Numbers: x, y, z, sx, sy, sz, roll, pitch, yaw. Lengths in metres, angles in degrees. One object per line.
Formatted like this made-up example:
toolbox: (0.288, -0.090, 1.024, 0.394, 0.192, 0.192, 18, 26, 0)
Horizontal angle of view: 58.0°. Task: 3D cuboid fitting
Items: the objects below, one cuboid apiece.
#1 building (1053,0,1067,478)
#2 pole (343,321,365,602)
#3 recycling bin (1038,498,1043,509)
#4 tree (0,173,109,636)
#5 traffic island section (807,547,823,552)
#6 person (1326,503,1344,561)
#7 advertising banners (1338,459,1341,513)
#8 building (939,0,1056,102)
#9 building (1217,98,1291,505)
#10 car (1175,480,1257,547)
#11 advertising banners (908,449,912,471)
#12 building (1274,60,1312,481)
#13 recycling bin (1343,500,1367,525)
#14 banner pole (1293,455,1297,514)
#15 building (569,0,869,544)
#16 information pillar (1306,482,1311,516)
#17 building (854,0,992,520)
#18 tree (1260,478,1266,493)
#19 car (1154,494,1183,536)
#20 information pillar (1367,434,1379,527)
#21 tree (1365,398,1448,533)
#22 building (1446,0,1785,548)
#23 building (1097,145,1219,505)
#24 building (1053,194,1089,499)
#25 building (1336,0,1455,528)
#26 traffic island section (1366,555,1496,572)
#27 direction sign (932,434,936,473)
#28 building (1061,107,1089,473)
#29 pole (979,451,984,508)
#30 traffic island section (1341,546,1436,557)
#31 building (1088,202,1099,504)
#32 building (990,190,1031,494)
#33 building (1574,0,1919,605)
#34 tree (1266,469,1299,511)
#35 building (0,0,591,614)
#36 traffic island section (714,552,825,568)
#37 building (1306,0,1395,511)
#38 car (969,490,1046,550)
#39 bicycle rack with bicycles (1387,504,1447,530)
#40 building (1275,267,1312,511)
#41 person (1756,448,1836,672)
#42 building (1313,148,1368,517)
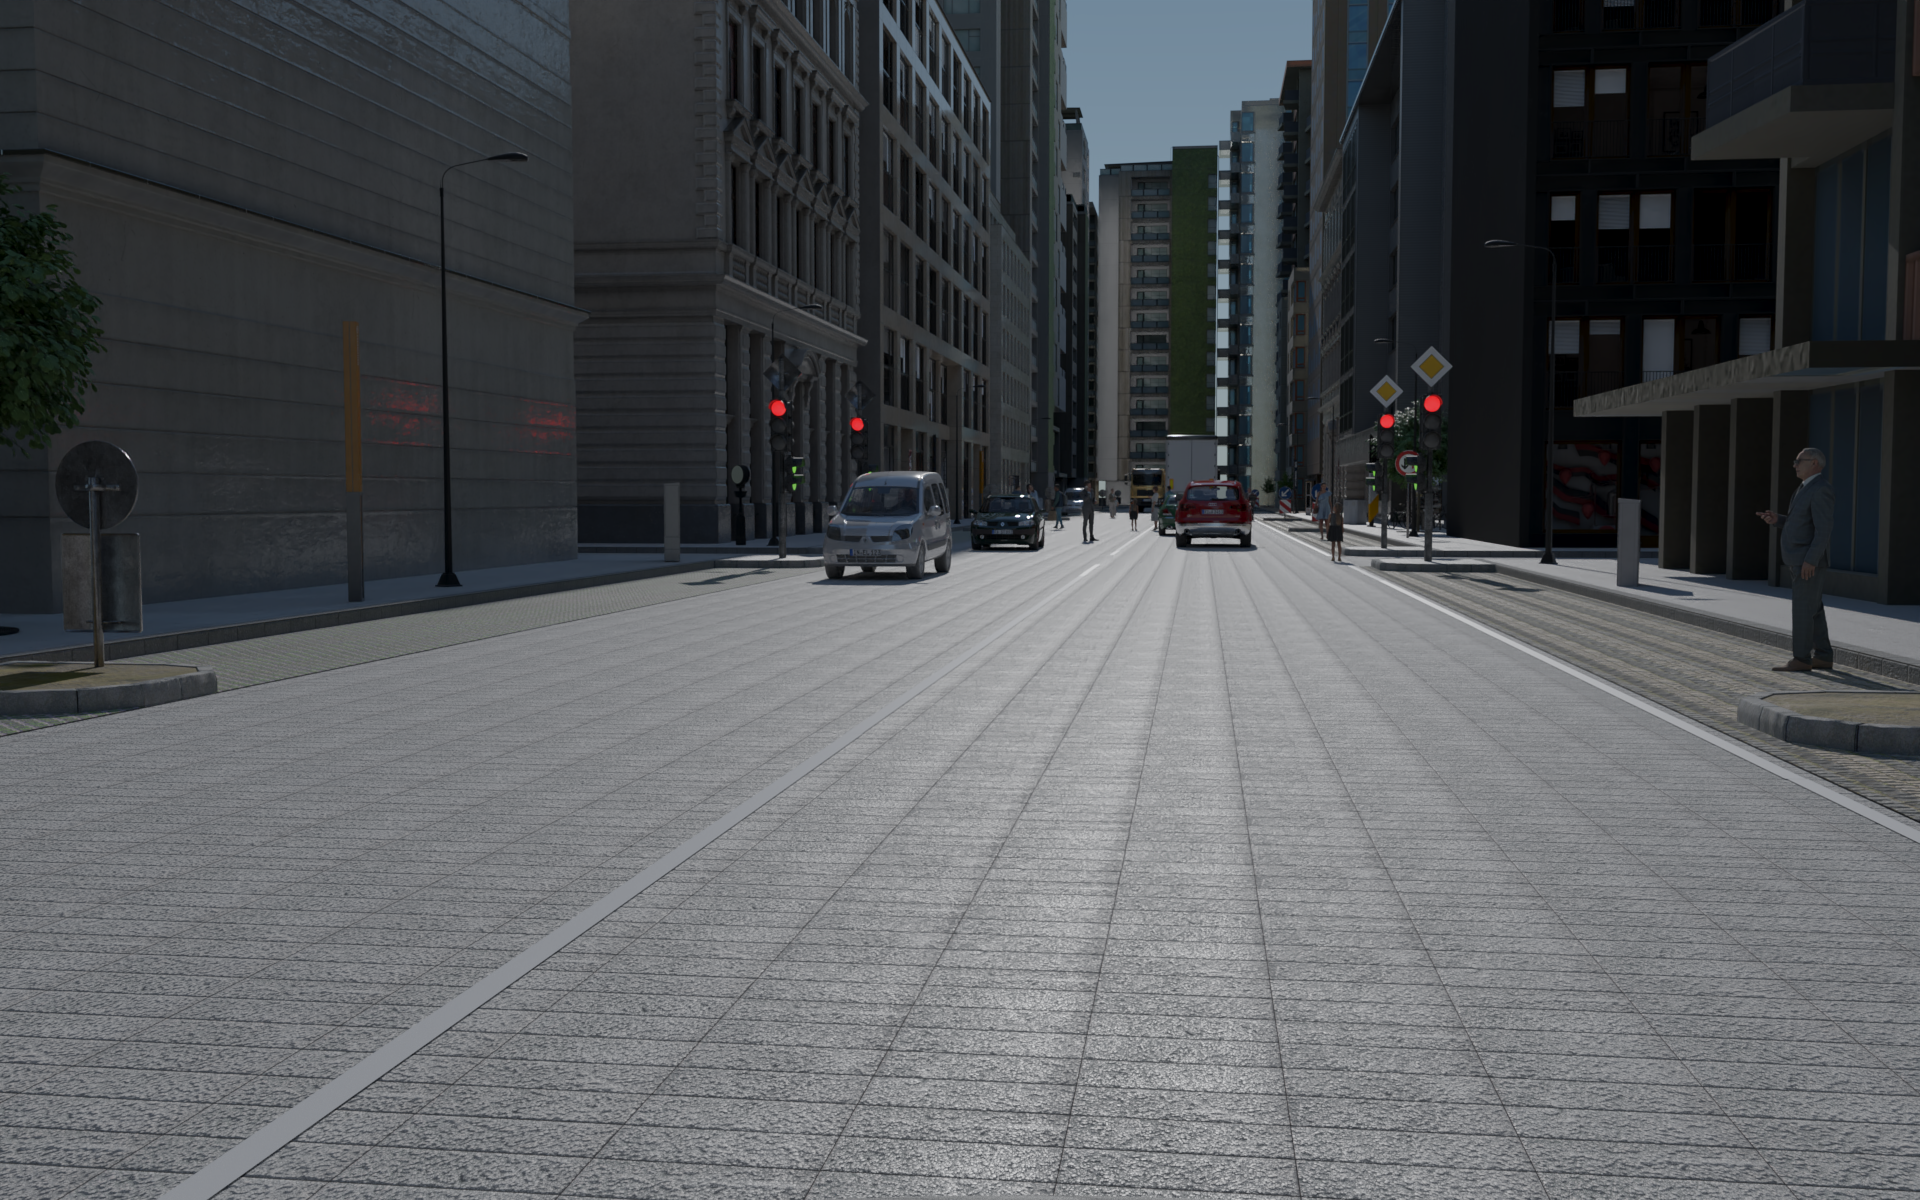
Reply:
building: (-5.233, -34.056, 146.052, 28.713, 52.752, 27.495, 0, 4, 8)
pole: (-7.201, -1.635, 20.570, 0.158, 3.312, 0.155, 0, 3, 0)
recycling bin: (5.114, -6.394, 117.088, 0.722, 1.027, 0.722, -2, 4, -28)
tree: (-9.412, -1.956, 15.699, 4.285, 4.588, 4.351, 0, 3, 0)
traffic island section: (-2.481, -1.247, 42.662, 2.009, 0.180, 2.903, 0, 4, 8)
person: (7.999, -1.453, 36.928, 0.362, 1.253, 0.373, 0, 4, 5)
advertising banners: (16.774, -4.917, 76.577, 0.090, 3.025, 2.074, 1, 4, 10)
building: (-0.718, -26.987, 124.831, 14.154, 41.232, 14.086, 0, 4, 8)
building: (46.319, -35.999, 208.197, 30.456, 49.044, 23.786, 0, 4, 8)
car: (7.088, -2.413, 48.128, 2.281, 1.827, 5.304, 1, 4, 10)
advertising banners: (-2.112, -4.309, 66.644, 0.090, 3.025, 2.074, 1, 4, 14)
building: (42.996, -31.700, 172.920, 22.147, 44.769, 28.867, 0, 4, 8)
recycling bin: (16.721, -3.715, 73.294, 0.722, 1.027, 0.722, -3, 5, -41)
banner pole: (21.512, -7.414, 111.231, 0.401, 3.779, 0.863, 0, 4, -7)
building: (-9.694, -13.750, 53.687, 11.050, 23.489, 19.941, 0, 4, 8)
information pillar: (20.846, -6.062, 103.601, 0.304, 2.012, 0.304, 1, 4, 17)
building: (-10.136, -16.971, 81.988, 19.350, 26.468, 34.151, 0, 4, 8)
tree: (30.006, -10.664, 168.955, 1.663, 3.219, 1.824, 0, 3, 0)
car: (7.927, -3.023, 61.216, 2.131, 1.459, 4.920, 0, 4, 6)
information pillar: (16.164, -4.668, 67.683, 0.504, 3.616, 0.183, -2, 4, -33)
tree: (15.287, -4.544, 58.000, 4.285, 4.588, 4.351, 0, 3, 0)
building: (21.978, -13.201, 45.517, 15.834, 23.373, 12.332, 0, 4, 8)
building: (23.610, -32.001, 206.803, 14.086, 41.232, 14.154, 0, 4, 8)
building: (4.866, -24.151, 166.574, 14.160, 30.474, 14.107, 0, 4, 8)
building: (25.468, -15.855, 78.290, 14.314, 24.678, 30.058, 0, 4, 8)
traffic island section: (8.943, -0.657, 33.018, 2.009, 0.180, 2.903, 0, 4, 8)
direction sign: (-0.981, -4.532, 66.097, 0.379, 3.537, 0.876, 0, 4, -8)
building: (6.676, -30.738, 186.159, 14.086, 41.232, 14.154, 0, 4, 8)
pole: (1.009, -5.378, 81.778, 0.158, 3.312, 0.155, 0, 3, 0)
traffic island section: (10.040, -1.140, 40.927, 2.009, 0.180, 2.903, 0, 4, 8)
building: (5.871, -32.203, 218.392, 23.993, 40.220, 32.217, 0, 4, 8)
building: (-1.645, -15.421, 106.887, 10.420, 20.320, 16.860, 0, 4, 8)
building: (19.894, -22.034, 14.888, 22.147, 44.769, 28.867, 0, 4, 8)
tree: (24.701, -8.379, 131.606, 1.663, 3.219, 1.824, 0, 3, 0)
building: (-29.830, -15.406, 28.302, 44.131, 29.872, 17.030, 0, 4, 8)
traffic island section: (-3.578, -0.763, 34.752, 2.009, 0.180, 2.903, 0, 4, 8)
building: (32.338, -28.927, 123.065, 14.600, 45.320, 14.200, 0, 4, 8)
car: (1.288, -2.187, 45.542, 2.009, 1.686, 4.222, 0, 4, 6)
bicycle rack with bicycles: (16.921, -3.058, 63.373, 2.925, 0.926, 2.852, -1, 4, -18)
building: (41.081, -18.326, 144.673, 27.650, 21.520, 28.899, 0, 4, 8)
person: (6.790, -0.328, 14.036, 0.590, 1.801, 0.661, 1, 4, 14)
building: (27.351, -16.821, 103.903, 11.050, 23.489, 19.941, 0, 4, 8)
